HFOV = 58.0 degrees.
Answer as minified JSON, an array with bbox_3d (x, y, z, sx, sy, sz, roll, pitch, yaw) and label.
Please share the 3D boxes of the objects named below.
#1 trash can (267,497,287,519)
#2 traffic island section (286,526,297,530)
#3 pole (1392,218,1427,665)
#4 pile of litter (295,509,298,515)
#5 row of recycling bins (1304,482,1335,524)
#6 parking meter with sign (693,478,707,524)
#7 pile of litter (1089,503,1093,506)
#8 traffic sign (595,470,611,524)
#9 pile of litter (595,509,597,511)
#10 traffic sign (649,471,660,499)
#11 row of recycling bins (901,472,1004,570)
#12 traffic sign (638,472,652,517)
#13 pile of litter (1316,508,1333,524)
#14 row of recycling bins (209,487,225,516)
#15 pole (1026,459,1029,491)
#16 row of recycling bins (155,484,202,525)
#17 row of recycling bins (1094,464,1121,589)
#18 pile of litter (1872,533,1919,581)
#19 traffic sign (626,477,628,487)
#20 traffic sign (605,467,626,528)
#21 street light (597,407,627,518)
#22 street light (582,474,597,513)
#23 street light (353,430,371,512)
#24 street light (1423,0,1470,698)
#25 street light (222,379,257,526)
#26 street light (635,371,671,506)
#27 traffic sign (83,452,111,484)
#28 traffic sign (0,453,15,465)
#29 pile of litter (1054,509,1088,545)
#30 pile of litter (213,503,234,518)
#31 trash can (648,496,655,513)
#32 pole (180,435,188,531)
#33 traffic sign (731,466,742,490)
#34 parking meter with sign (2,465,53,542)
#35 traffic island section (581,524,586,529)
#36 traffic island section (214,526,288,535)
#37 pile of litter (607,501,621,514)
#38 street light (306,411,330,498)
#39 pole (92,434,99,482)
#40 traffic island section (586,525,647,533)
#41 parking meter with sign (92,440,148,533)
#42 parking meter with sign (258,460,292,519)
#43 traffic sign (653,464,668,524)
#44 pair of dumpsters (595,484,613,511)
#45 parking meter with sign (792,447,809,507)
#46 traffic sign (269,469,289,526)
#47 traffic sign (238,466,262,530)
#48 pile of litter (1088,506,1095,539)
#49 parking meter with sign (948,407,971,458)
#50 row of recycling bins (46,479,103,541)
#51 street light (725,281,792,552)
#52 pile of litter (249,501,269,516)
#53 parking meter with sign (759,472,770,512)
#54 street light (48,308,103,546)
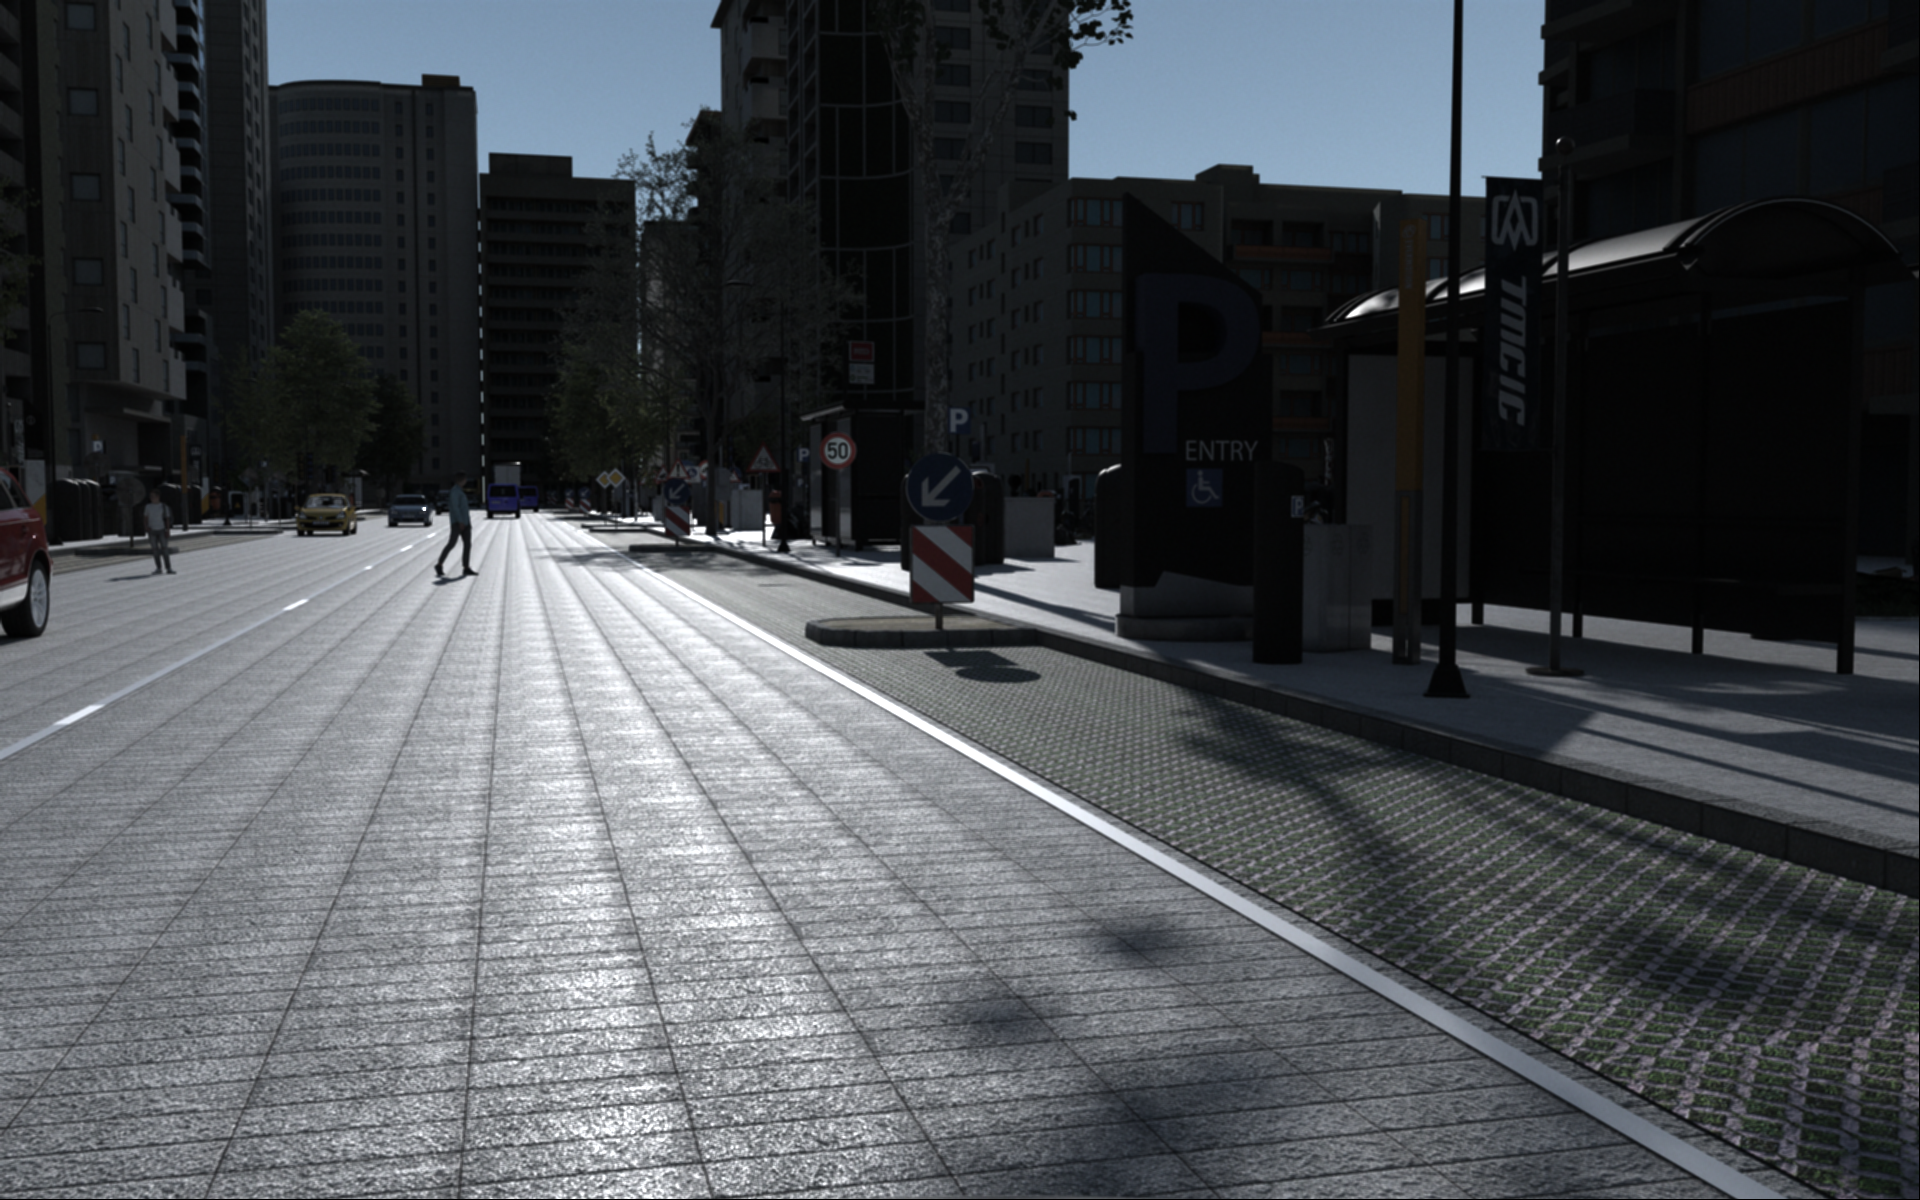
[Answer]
[{"bbox_3d":[-34.387,-4.642,87.551,0.748,1.137,0.748,0,3,0],"label":"trash can"},{"bbox_3d":[-27.493,-2.916,69.959,2.009,0.180,2.903,-1,4,-14],"label":"traffic island section"},{"bbox_3d":[3.371,-1.170,12.976,0.158,3.312,0.155,0,3,0],"label":"pole"},{"bbox_3d":[-42.027,-5.725,107.563,1.719,0.858,1.176,1,4,20],"label":"pile of litter"},{"bbox_3d":[13.569,-3.255,60.334,3.534,1.692,1.069,-1,4,-17],"label":"row of recycling bins"},{"bbox_3d":[-10.795,-4.762,74.114,0.543,3.016,1.738,1,4,11],"label":"parking meter with sign"},{"bbox_3d":[6.046,-4.073,80.566,1.719,0.858,1.176,0,4,-6],"label":"pile of litter"},{"bbox_3d":[-14.981,-4.248,73.096,0.795,2.450,0.064,-1,4,-14],"label":"traffic sign"},{"bbox_3d":[-27.355,-7.258,132.626,1.176,0.858,1.719,2,4,33],"label":"pile of litter"},{"bbox_3d":[-16.437,-5.715,93.547,0.768,2.556,0.104,-1,4,-10],"label":"traffic sign"},{"bbox_3d":[-0.140,-1.443,30.701,1.069,1.692,3.534,1,4,21],"label":"row of recycling bins"},{"bbox_3d":[-17.891,-6.040,98.753,0.884,2.594,0.081,0,4,-7],"label":"traffic sign"},{"bbox_3d":[10.854,-2.349,52.374,1.719,0.858,1.176,1,4,17],"label":"pile of litter"},{"bbox_3d":[-44.022,-5.773,101.497,1.069,1.692,3.534,1,4,22],"label":"row of recycling bins"},{"bbox_3d":[3.873,-6.480,99.790,0.158,3.312,0.155,0,3,0],"label":"pole"},{"bbox_3d":[-32.839,-4.011,72.698,1.069,1.692,3.534,0,4,-4],"label":"row of recycling bins"},{"bbox_3d":[3.203,-1.076,24.706,3.534,1.692,1.069,-3,5,-44],"label":"row of recycling bins"},{"bbox_3d":[12.589,-0.548,22.933,1.719,0.858,1.176,0,4,-5],"label":"pile of litter"},{"bbox_3d":[-25.381,-8.027,131.339,0.768,2.556,0.104,-1,4,-11],"label":"traffic sign"},{"bbox_3d":[-12.984,-3.775,65.364,0.795,2.450,0.064,-1,4,-14],"label":"traffic sign"},{"bbox_3d":[-18.488,-7.330,92.392,1.470,5.913,1.316,-1,4,-14],"label":"street light"},{"bbox_3d":[-25.450,-8.966,119.142,1.470,5.913,1.316,-1,4,-14],"label":"street light"},{"bbox_3d":[-43.103,-9.307,124.716,1.470,5.913,1.316,-1,4,-14],"label":"street light"},{"bbox_3d":[2.575,-2.336,10.728,1.470,5.913,1.316,-1,4,-14],"label":"street light"},{"bbox_3d":[-29.079,-5.957,69.933,1.470,5.913,1.316,-1,4,-14],"label":"street light"},{"bbox_3d":[-11.579,-5.689,65.557,1.470,5.913,1.316,-1,4,-14],"label":"street light"},{"bbox_3d":[-25.946,-3.180,52.105,0.768,2.556,0.104,-1,4,-12],"label":"traffic sign"},{"bbox_3d":[-29.378,-3.260,53.412,0.768,2.556,0.104,-1,4,-8],"label":"traffic sign"},{"bbox_3d":[2.193,-1.839,44.040,1.719,0.858,1.176,2,4,23],"label":"pile of litter"},{"bbox_3d":[-39.829,-4.856,93.357,1.176,0.858,1.719,1,4,18],"label":"pile of litter"},{"bbox_3d":[-20.351,-6.315,114.896,0.748,1.137,0.748,0,3,0],"label":"trash can"},{"bbox_3d":[-27.015,-4.065,60.308,0.158,3.312,0.155,0,3,0],"label":"pole"},{"bbox_3d":[-10.429,-4.873,79.773,0.768,2.556,0.104,0,4,-6],"label":"traffic sign"},{"bbox_3d":[-25.083,-3.037,45.912,1.738,3.016,0.543,-1,4,-22],"label":"parking meter with sign"},{"bbox_3d":[-14.960,-3.113,73.179,2.009,0.180,2.903,-1,4,-14],"label":"traffic island section"},{"bbox_3d":[-25.496,-2.443,62.227,2.009,0.180,2.903,-1,4,-14],"label":"traffic island section"},{"bbox_3d":[-22.179,-6.035,112.634,1.719,0.858,1.176,1,4,21],"label":"pile of litter"},{"bbox_3d":[-36.061,-7.626,97.227,1.470,5.913,1.316,-1,4,-14],"label":"street light"},{"bbox_3d":[-29.485,-3.996,59.180,0.158,3.312,0.155,0,3,0],"label":"pole"},{"bbox_3d":[-12.963,-2.640,65.446,2.009,0.180,2.903,-1,4,-14],"label":"traffic island section"},{"bbox_3d":[-27.484,-3.705,56.845,0.543,3.016,1.738,2,4,27],"label":"parking meter with sign"},{"bbox_3d":[-35.014,-5.651,88.661,1.738,3.016,0.543,1,4,21],"label":"parking meter with sign"},{"bbox_3d":[-12.780,-4.565,74.647,0.884,2.594,0.081,-1,4,-13],"label":"traffic sign"},{"bbox_3d":[-26.381,-7.759,129.351,1.574,2.255,4.437,-1,4,-14],"label":"pair of dumpsters"},{"bbox_3d":[-6.066,-4.245,65.667,0.543,3.016,1.738,-1,4,-15],"label":"parking meter with sign"},{"bbox_3d":[-27.472,-4.053,69.903,0.795,2.450,0.064,-1,4,-14],"label":"traffic sign"},{"bbox_3d":[-25.475,-3.580,62.171,0.795,2.450,0.064,-1,4,-14],"label":"traffic sign"},{"bbox_3d":[3.334,-2.176,49.544,1.176,0.858,1.719,2,4,33],"label":"pile of litter"},{"bbox_3d":[-0.379,-2.397,35.459,0.543,3.016,1.738,-2,4,-24],"label":"parking meter with sign"},{"bbox_3d":[-24.732,-2.531,48.496,1.069,1.692,3.534,-1,4,-15],"label":"row of recycling bins"},{"bbox_3d":[-4.427,-4.006,38.039,1.470,5.913,1.316,-1,4,-14],"label":"street light"},{"bbox_3d":[-41.362,-5.390,102.087,1.176,0.858,1.719,0,4,-4],"label":"pile of litter"},{"bbox_3d":[-14.255,-7.995,126.978,0.543,3.016,1.738,2,4,25],"label":"parking meter with sign"},{"bbox_3d":[-22.086,-4.326,43.265,1.470,5.913,1.316,-1,4,-14],"label":"street light"}]
